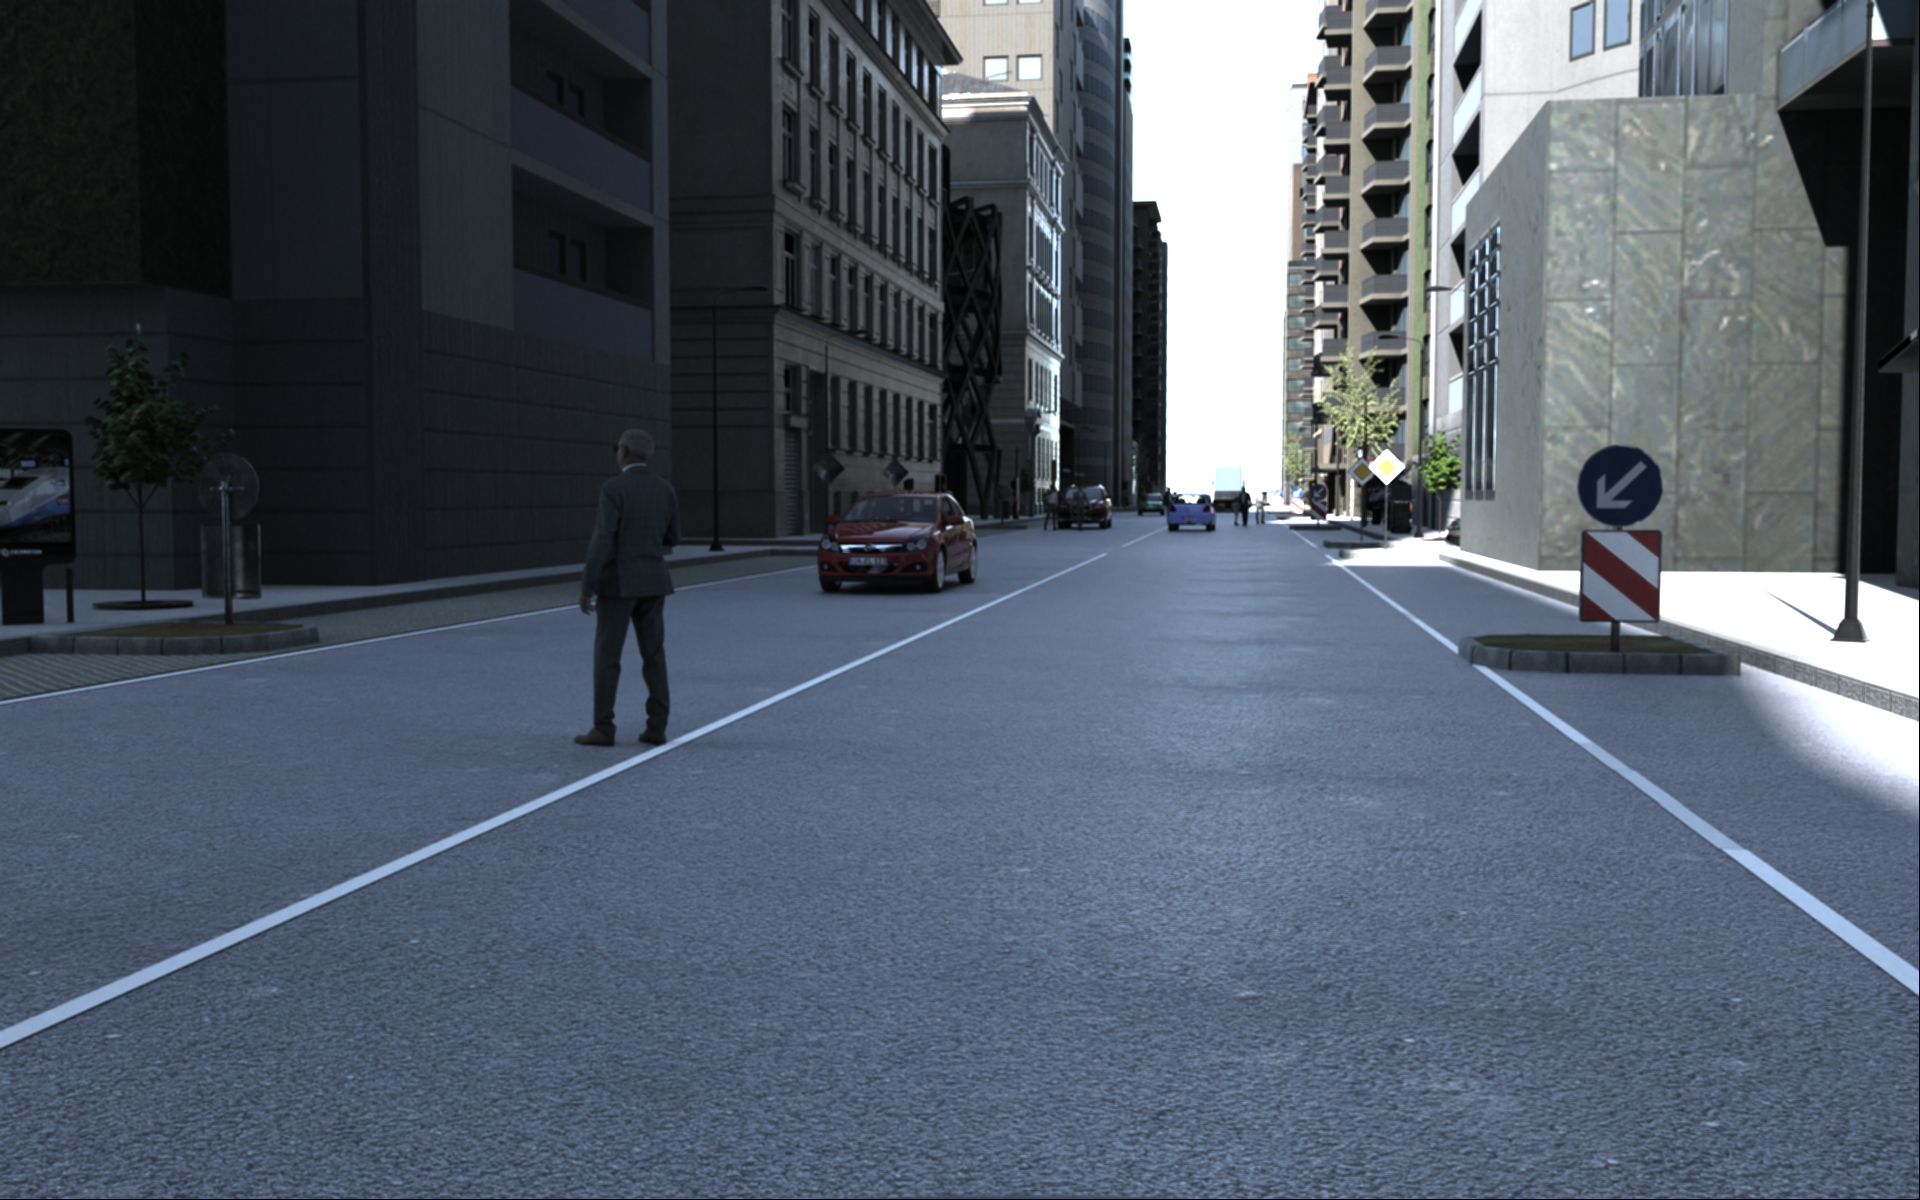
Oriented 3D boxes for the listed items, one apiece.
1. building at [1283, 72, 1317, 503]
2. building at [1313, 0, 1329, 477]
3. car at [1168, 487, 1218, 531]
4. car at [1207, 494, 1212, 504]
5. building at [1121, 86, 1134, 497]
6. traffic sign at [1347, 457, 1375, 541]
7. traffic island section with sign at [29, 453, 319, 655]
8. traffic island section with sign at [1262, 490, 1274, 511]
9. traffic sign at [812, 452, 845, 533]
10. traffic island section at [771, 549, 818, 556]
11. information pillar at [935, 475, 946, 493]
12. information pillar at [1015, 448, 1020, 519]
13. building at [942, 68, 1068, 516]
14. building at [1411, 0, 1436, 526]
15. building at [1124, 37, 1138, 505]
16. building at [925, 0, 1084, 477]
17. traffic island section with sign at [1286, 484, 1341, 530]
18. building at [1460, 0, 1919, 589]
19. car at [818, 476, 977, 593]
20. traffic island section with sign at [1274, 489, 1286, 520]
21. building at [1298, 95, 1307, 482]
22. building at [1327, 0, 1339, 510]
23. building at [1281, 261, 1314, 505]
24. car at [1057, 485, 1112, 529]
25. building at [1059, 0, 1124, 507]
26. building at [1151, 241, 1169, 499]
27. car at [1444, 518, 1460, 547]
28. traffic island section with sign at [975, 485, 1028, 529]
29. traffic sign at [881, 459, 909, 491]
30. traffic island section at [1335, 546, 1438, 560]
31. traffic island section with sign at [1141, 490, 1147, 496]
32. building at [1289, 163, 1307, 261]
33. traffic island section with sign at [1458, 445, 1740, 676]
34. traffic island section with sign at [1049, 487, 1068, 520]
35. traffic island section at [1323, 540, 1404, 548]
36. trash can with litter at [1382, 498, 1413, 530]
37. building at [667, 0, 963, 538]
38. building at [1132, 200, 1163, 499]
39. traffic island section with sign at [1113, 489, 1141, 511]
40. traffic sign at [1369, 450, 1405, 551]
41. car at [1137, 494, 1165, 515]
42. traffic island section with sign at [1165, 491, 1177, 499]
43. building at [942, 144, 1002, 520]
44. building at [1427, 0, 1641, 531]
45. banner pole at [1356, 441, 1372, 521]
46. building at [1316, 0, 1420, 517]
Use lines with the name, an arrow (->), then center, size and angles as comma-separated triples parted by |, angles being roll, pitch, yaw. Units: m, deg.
building -> 57.174, -43.168, 247.789 | 21.231, 58.520, 28.212 | 1, 4, 9
building -> 45.069, -34.320, 150.374 | 28.713, 52.752, 27.495 | 1, 4, 9
car -> 9.155, -3.584, 68.190 | 1.945, 1.707, 3.694 | 1, 4, 11
car -> 33.456, -13.906, 236.397 | 2.155, 1.783, 4.494 | 1, 4, 9
building -> 11.377, -32.904, 188.092 | 14.600, 45.320, 14.200 | 1, 4, 9
traffic sign -> 10.881, -2.645, 46.890 | 0.795, 2.450, 0.064 | 1, 4, 9
traffic island section with sign -> -7.199, -0.467, 16.258 | 1.989, 1.847, 2.006 | 1, 4, 9
traffic island section with sign -> 26.565, -8.347, 145.106 | 1.989, 1.847, 2.006 | 1, 4, 9
traffic sign -> -3.126, -2.291, 41.094 | 0.795, 2.450, 0.064 | 1, 4, 9
traffic island section -> -3.151, -1.155, 41.159 | 2.009, 0.180, 2.903 | 1, 4, 9
information pillar -> -0.743, -3.720, 65.320 | 0.304, 2.012, 0.304 | -3, 5, -42
information pillar -> 2.929, -5.906, 87.921 | 0.183, 3.616, 0.504 | 1, 4, 13
building -> -0.649, -19.962, 112.285 | 13.634, 28.700, 20.117 | 1, 4, 9
building -> 26.359, -18.446, 73.297 | 14.160, 30.474, 14.107 | 1, 4, 9
building -> 12.108, -55.604, 221.797 | 22.319, 86.520, 31.000 | 1, 4, 9
building -> -4.457, -33.642, 139.284 | 28.713, 52.752, 27.495 | 1, 4, 9
traffic island section with sign -> 14.268, -3.730, 69.609 | 1.989, 1.847, 2.006 | 1, 4, 9
building -> 19.810, -43.226, 19.415 | 22.319, 86.520, 31.000 | 1, 4, 9
car -> -0.905, -1.076, 26.633 | 2.155, 1.783, 4.494 | 1, 4, 10
traffic island section with sign -> 18.606, -5.358, 96.224 | 1.989, 1.847, 2.006 | 1, 4, 9
building -> 46.591, -32.064, 178.868 | 22.147, 44.769, 28.867 | 1, 4, 9
building -> 35.100, -29.421, 131.137 | 14.600, 45.320, 14.200 | 1, 4, 9
building -> 47.352, -27.055, 214.044 | 14.160, 30.474, 14.107 | 1, 4, 9
car -> 5.261, -3.915, 72.680 | 2.281, 1.827, 5.304 | 1, 4, 8
building -> 4.244, -38.222, 166.925 | 21.231, 58.520, 28.212 | 1, 4, 9
building -> 25.468, -36.093, 273.719 | 14.154, 41.232, 14.086 | 1, 4, 9
car -> 14.152, -2.015, 42.734 | 4.222, 1.686, 2.009 | 1, 4, 9
traffic island section with sign -> 1.738, -3.823, 71.128 | 1.989, 1.847, 2.006 | 1, 4, 9
traffic sign -> -1.842, -2.773, 48.975 | 0.795, 2.450, 0.064 | 1, 4, 9
traffic island section -> 9.622, -1.028, 39.082 | 2.009, 0.180, 2.903 | 1, 4, 9
traffic island section with sign -> 18.444, -10.100, 173.767 | 1.989, 1.847, 2.006 | 1, 4, 9
building -> 50.424, -35.335, 227.843 | 14.600, 45.320, 14.200 | 1, 4, 9
traffic island section with sign -> 5.336, -0.374, 14.748 | 1.989, 1.847, 2.006 | 1, 4, 9
traffic island section with sign -> 6.069, -5.450, 97.734 | 1.989, 1.847, 2.006 | 1, 4, 9
traffic island section -> 10.906, -1.510, 46.963 | 2.009, 0.180, 2.903 | 1, 4, 9
trash can with litter -> 15.306, -3.004, 60.508 | 1.055, 1.170, 0.624 | 2, 4, 32
building -> -10.218, -14.147, 64.585 | 16.112, 22.955, 30.059 | 1, 4, 9
building -> 17.975, -36.578, 252.680 | 22.147, 44.769, 28.867 | 1, 4, 9
traffic island section with sign -> 14.018, -8.436, 146.549 | 1.989, 1.847, 2.006 | 1, 4, 9
traffic sign -> 9.597, -2.163, 39.008 | 0.795, 2.450, 0.064 | 1, 4, 9
car -> 13.072, -6.691, 118.193 | 1.959, 1.807, 4.718 | 0, 4, 8
traffic island section with sign -> 27.477, -13.489, 229.164 | 1.989, 1.847, 2.006 | 1, 4, 9
building -> -6.461, -13.533, 88.713 | 16.820, 18.784, 16.811 | 1, 4, 9
building -> 29.936, -31.193, 52.006 | 28.212, 58.520, 21.231 | 1, 4, 9
banner pole -> 19.116, -5.604, 81.637 | 0.863, 3.779, 0.401 | 0, 3, 0
building -> 32.308, -27.345, 101.715 | 22.147, 44.769, 28.867 | 1, 4, 9
